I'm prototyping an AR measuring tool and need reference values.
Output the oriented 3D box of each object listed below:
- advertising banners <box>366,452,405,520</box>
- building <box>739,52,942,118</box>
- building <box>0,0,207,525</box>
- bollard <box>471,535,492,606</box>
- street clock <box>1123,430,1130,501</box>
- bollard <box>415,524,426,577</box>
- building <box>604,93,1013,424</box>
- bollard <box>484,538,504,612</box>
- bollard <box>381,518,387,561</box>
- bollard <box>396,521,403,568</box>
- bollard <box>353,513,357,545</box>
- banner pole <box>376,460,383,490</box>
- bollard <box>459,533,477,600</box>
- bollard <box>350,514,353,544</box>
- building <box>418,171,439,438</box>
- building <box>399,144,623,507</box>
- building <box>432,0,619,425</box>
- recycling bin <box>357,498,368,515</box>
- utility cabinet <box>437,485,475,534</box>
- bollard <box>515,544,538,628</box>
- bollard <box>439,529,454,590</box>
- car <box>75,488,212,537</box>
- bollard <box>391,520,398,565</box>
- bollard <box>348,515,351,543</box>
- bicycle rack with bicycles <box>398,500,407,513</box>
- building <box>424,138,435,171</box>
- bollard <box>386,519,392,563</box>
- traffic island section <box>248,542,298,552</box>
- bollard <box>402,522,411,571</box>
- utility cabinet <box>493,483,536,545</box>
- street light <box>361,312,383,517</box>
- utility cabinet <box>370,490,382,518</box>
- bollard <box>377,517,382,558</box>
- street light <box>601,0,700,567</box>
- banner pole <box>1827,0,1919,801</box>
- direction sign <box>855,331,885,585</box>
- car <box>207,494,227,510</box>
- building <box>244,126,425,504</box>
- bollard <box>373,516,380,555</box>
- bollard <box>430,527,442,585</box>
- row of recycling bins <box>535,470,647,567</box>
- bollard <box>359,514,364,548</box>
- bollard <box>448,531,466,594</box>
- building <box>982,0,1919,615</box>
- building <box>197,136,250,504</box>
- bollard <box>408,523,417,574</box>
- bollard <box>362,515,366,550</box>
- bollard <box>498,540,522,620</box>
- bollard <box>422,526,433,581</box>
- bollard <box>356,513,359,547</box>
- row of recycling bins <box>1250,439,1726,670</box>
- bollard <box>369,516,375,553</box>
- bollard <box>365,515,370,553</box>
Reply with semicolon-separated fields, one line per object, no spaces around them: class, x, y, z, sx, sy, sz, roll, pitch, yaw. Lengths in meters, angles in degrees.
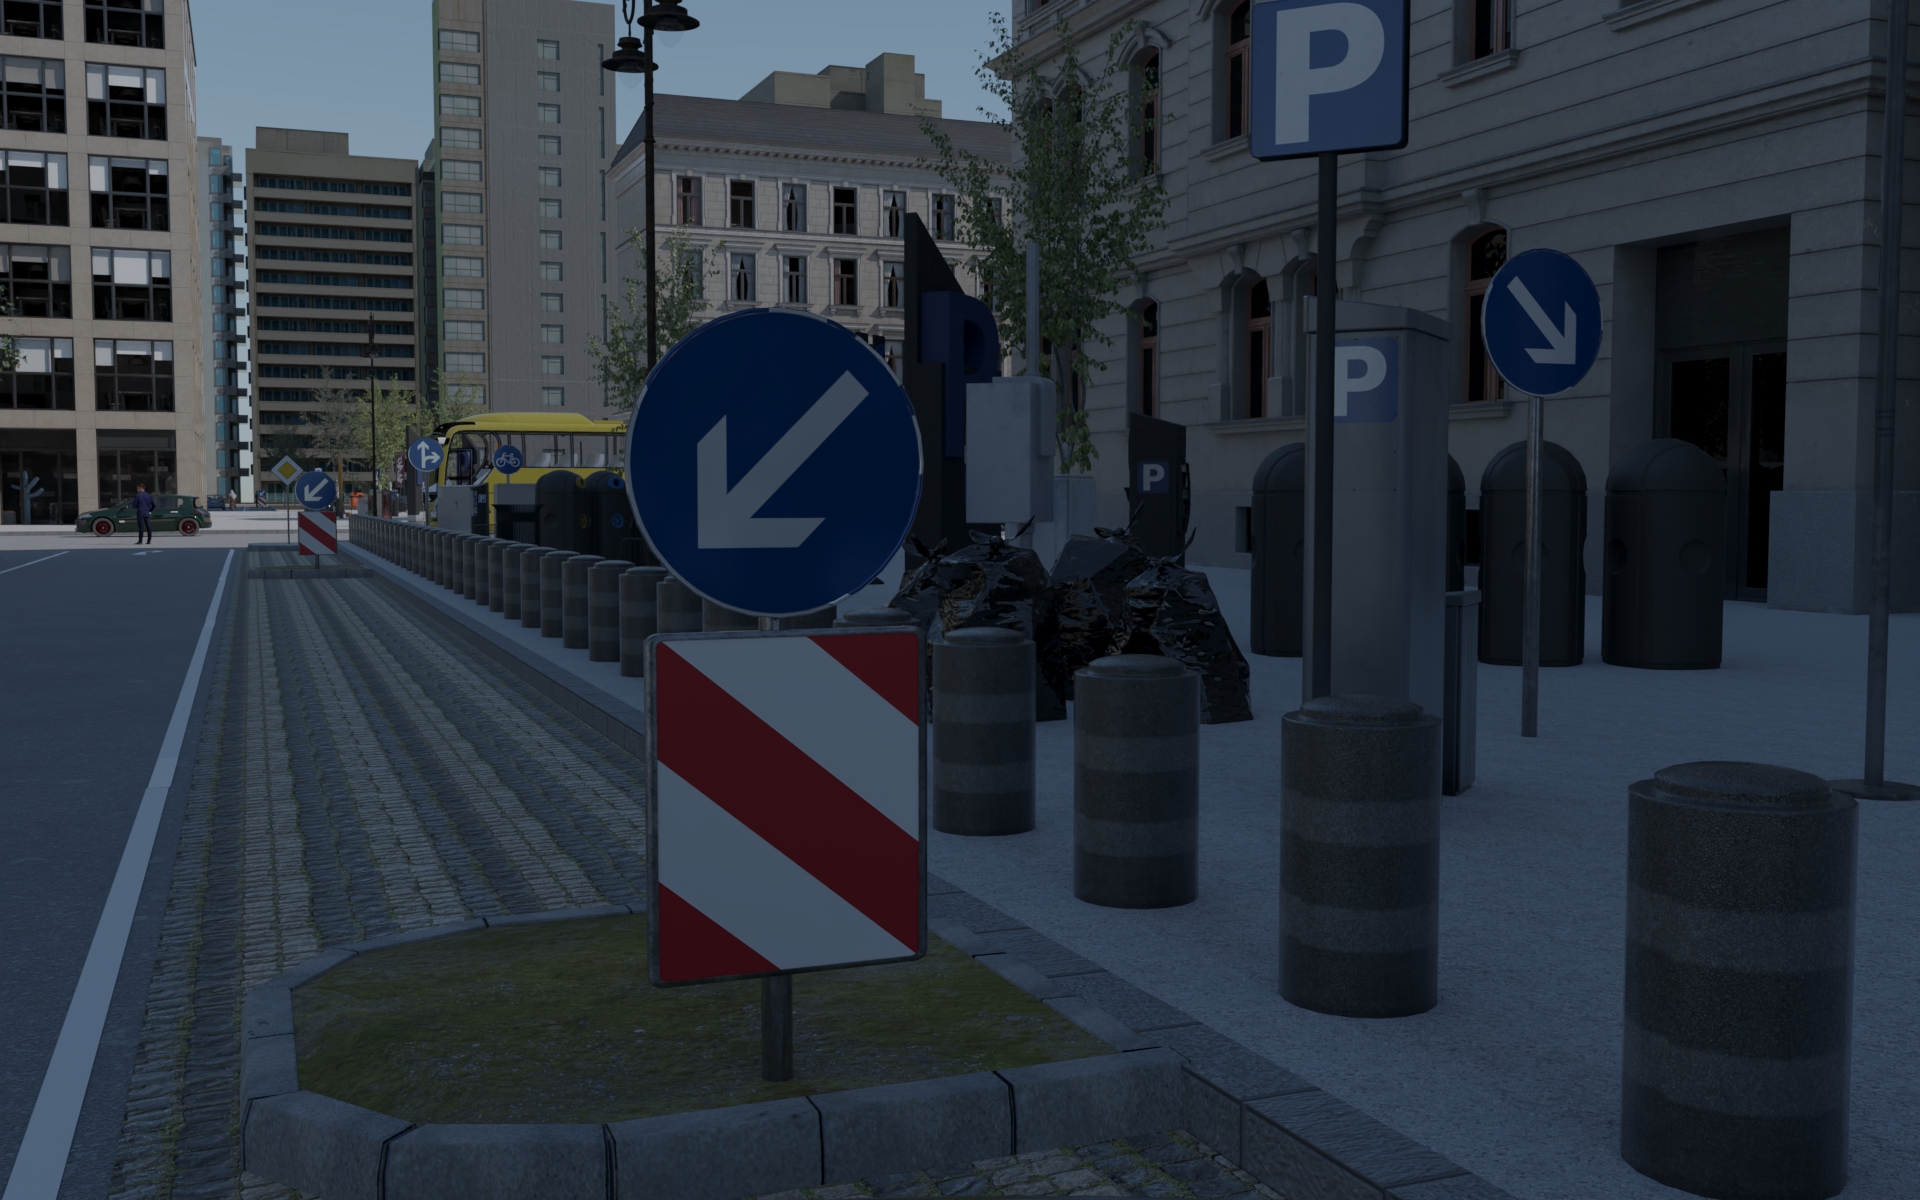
advertising banners;-23.907;-4.645;72.132;2.074;3.025;0.090;1;4;22
building;-13.372;-34.873;193.881;21.600;48.544;21.300;-1;4;-22
building;-51.305;-16.488;74.097;34.151;26.468;19.350;-1;4;-22
bollard;-5.411;-0.328;20.083;0.404;0.777;0.398;0;3;0
street clock;2.019;-0.915;19.536;0.358;2.002;0.471;0;4;2
bollard;-8.154;-0.737;26.768;0.404;0.777;0.398;0;3;0
building;-14.613;-14.316;84.972;40.483;20.767;10.553;-1;4;-22
bollard;-4.955;-0.260;18.971;0.404;0.777;0.398;0;3;0
bollard;-10.900;-1.146;33.462;0.404;0.777;0.398;0;3;0
bollard;-9.526;-0.942;30.118;0.404;0.777;0.398;0;3;0
bollard;-14.566;-1.693;42.390;0.404;0.777;0.398;0;3;0
banner pole;-39.441;-7.799;117.524;0.863;3.779;0.401;-3;5;-40
bollard;-5.870;-0.396;21.194;0.404;0.777;0.398;0;3;0
bollard;-15.021;-1.761;43.502;0.404;0.777;0.398;0;3;0
building;-42.605;-23.731;159.700;14.160;30.474;14.107;-1;4;-22
building;-41.484;-29.879;180.409;32.217;40.220;23.993;-1;4;-22
building;-37.002;-28.280;145.972;14.154;41.232;14.086;-1;4;-22
recycling bin;-31.024;-4.776;90.645;0.722;1.027;0.722;2;4;31
utility cabinet;-12.359;-2.078;42.655;1.173;1.500;0.318;2;4;33
bollard;-4.038;-0.123;16.732;0.404;0.777;0.398;0;3;0
bollard;-6.783;-0.532;23.423;0.404;0.777;0.398;0;3;0
car;-27.551;-2.978;58.476;4.222;1.686;2.009;-2;4;-23
bollard;-9.989;-1.010;31.228;0.404;0.777;0.398;0;3;0
bollard;-15.480;-1.829;44.622;0.404;0.777;0.398;0;3;0
bicycle rack with bicycles;-37.428;-6.427;118.457;2.852;0.926;2.925;0;4;1
building;-64.461;-37.793;241.622;21.600;48.544;21.300;-1;4;-22
bollard;-10.445;-1.078;32.345;0.404;0.777;0.398;0;3;0
traffic island section;-17.179;-1.353;44.399;2.009;0.180;2.903;-1;4;-22
bollard;-9.069;-0.874;29.001;0.404;0.777;0.398;0;3;0
utility cabinet;-9.100;-1.678;36.121;1.173;1.500;0.318;-2;4;-30
street light;-14.944;-4.363;44.118;0.468;5.910;1.993;-1;4;-22
utility cabinet;-29.275;-4.806;87.262;1.173;1.500;0.318;3;5;43
bollard;-11.357;-1.215;34.578;0.404;0.777;0.398;0;3;0
street light;-2.454;-2.506;13.755;0.468;5.910;1.993;-1;4;-22
banner pole;4.015;-1.071;7.528;0.401;3.779;0.863;2;4;24
direction sign;-1.266;-1.993;24.586;0.379;3.537;0.876;2;4;24
car;-66.128;-8.663;153.639;2.014;1.417;4.499;-1;4;-22
building;-84.706;-37.332;234.075;21.600;48.544;21.300;-1;4;-22
bollard;-11.817;-1.283;35.693;0.404;0.777;0.398;0;3;0
bollard;-7.240;-0.601;24.537;0.404;0.777;0.398;0;3;0
row of recycling bins;-5.875;-1.432;30.527;3.534;1.692;1.069;-3;5;-44
bollard;-13.651;-1.556;40.161;0.404;0.777;0.398;0;3;0
bollard;-6.325;-0.465;22.312;0.404;0.777;0.398;0;3;0
building;10.971;-14.843;30.069;14.401;28.519;23.554;-1;4;-22
building;-109.294;-37.033;225.100;30.456;49.044;23.786;-1;4;-22
bollard;-8.614;-0.806;27.889;0.404;0.777;0.398;0;3;0
bollard;-13.195;-1.488;39.049;0.404;0.777;0.398;0;3;0
bollard;-4.501;-0.192;17.858;0.404;0.777;0.398;0;3;0
bollard;-7.701;-0.669;25.655;0.404;0.777;0.398;0;3;0
bollard;-14.104;-1.624;41.275;0.404;0.777;0.398;0;3;0
row of recycling bins;3.997;-0.385;13.405;3.534;1.692;1.069;1;4;21
bollard;-12.271;-1.351;36.807;0.404;0.777;0.398;0;3;0
bollard;-12.738;-1.420;37.938;0.404;0.777;0.398;0;3;0
